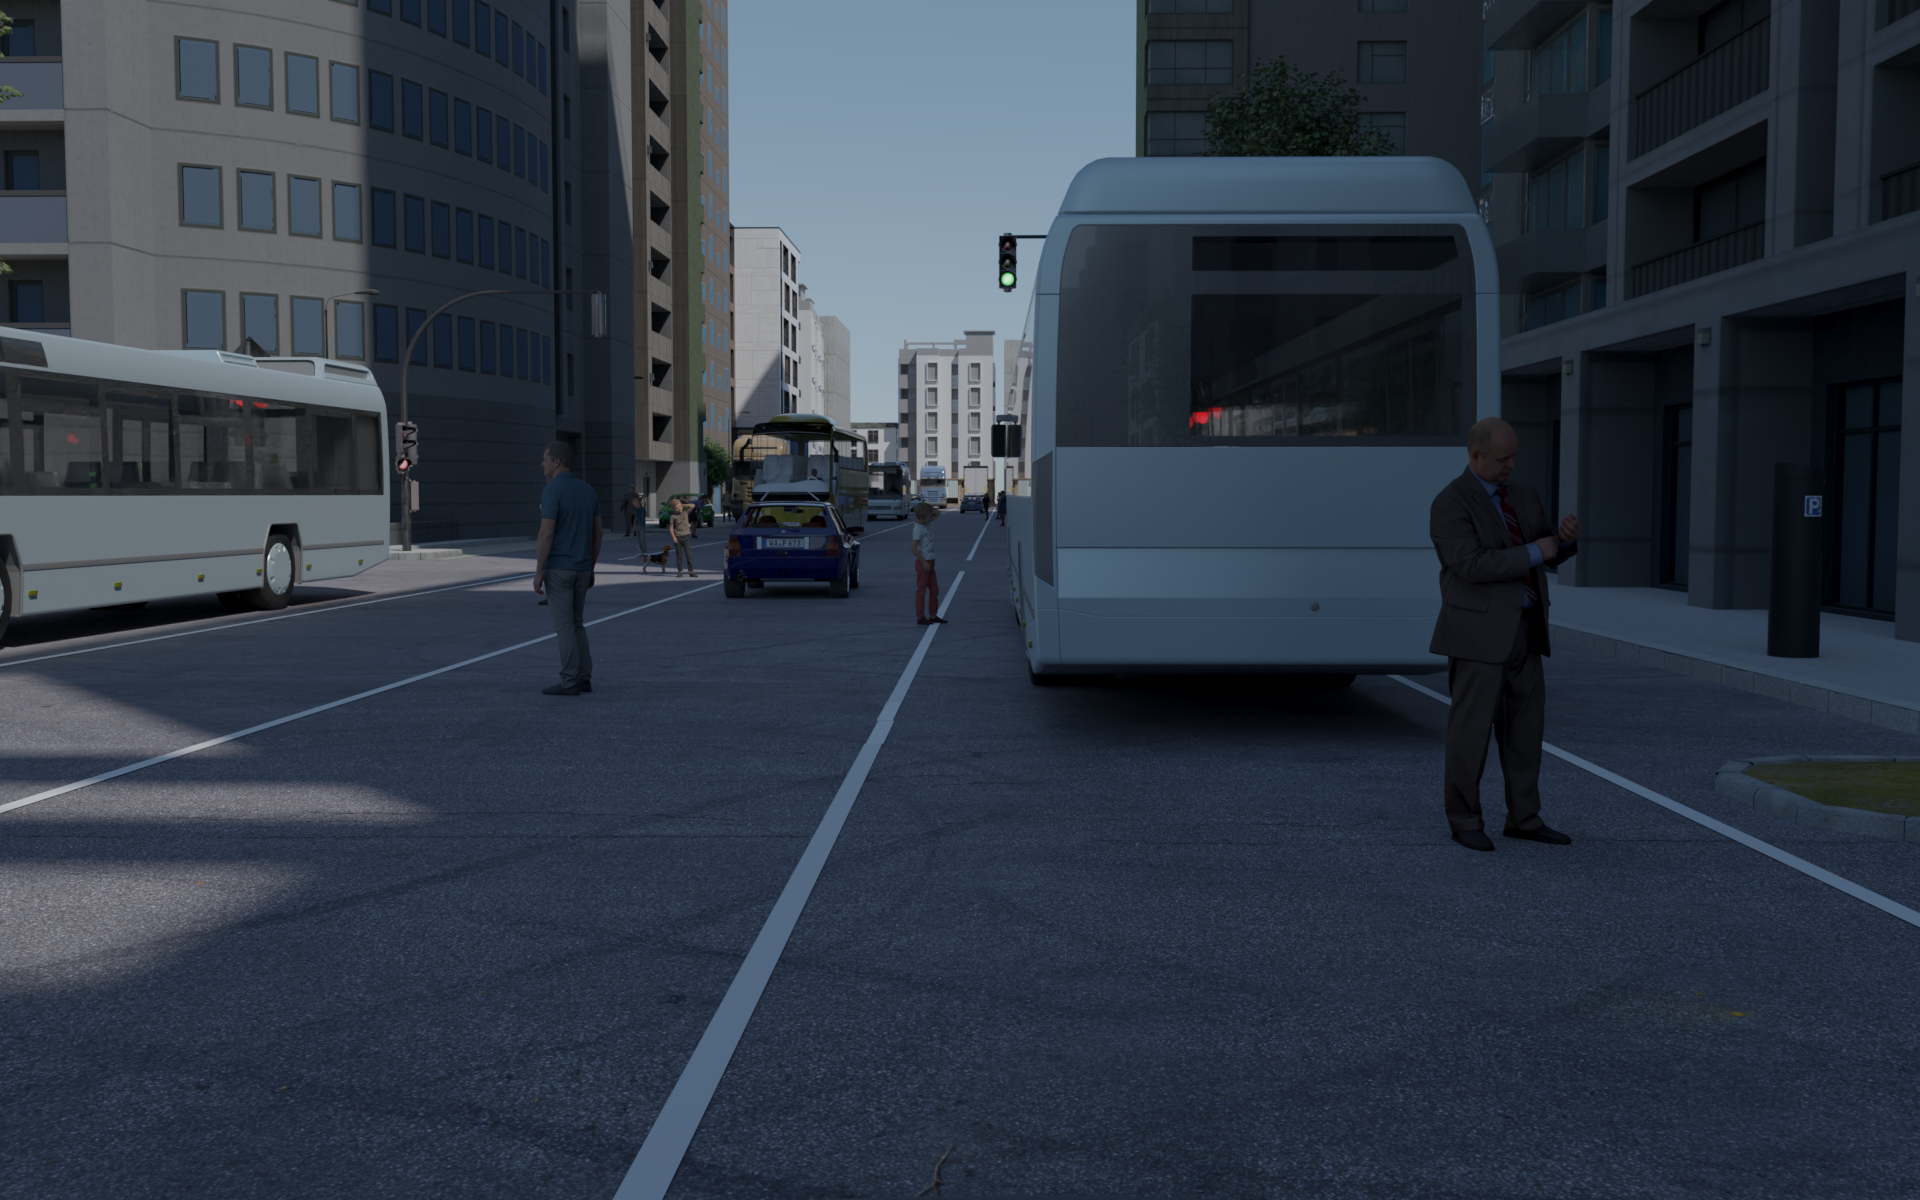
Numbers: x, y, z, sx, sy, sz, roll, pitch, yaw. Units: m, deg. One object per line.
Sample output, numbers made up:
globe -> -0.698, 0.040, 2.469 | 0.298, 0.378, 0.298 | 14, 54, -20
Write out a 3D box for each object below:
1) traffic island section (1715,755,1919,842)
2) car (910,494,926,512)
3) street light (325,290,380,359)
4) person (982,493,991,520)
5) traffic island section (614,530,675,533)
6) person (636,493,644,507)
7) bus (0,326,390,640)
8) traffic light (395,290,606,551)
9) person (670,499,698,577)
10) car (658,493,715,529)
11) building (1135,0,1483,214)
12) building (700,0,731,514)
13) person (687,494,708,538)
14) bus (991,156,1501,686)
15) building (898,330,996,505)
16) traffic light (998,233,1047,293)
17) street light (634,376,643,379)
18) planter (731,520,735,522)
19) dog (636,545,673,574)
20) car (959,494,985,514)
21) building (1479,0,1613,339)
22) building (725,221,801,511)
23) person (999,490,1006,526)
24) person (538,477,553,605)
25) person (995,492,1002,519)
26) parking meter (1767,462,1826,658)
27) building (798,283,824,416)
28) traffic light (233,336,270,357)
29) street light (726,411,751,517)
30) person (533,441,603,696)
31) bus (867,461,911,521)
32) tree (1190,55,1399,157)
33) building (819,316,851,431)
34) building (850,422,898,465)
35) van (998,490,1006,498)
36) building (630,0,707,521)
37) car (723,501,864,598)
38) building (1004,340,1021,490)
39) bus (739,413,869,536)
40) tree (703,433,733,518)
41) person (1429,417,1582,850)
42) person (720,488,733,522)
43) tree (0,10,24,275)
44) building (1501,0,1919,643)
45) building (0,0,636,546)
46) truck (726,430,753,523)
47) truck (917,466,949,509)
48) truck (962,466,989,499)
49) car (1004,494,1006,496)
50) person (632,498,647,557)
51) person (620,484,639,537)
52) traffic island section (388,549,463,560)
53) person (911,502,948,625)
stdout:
traffic island section -> 4.629, 0.912, 7.955 | 1.991, 0.108, 1.994 | 0, 4, 1
car -> -3.346, -6.580, 119.386 | 2.131, 1.459, 4.920 | 0, 4, 3
street light -> -13.871, -4.095, 39.500 | 1.470, 5.913, 1.316 | 0, 4, 1
person -> 1.453, -5.130, 94.922 | 0.480, 1.512, 0.613 | 0, 4, -3
traffic island section -> -11.530, -2.493, 63.628 | 1.991, 0.108, 1.994 | 0, 4, 1
person -> -13.744, -3.939, 74.352 | 0.435, 1.345, 0.340 | 0, 4, -1
bus -> -9.773, -1.428, 18.212 | 2.948, 3.499, 13.247 | 0, 4, 3
traffic light -> -10.322, -3.922, 38.797 | 4.771, 5.953, 1.251 | 0, 4, 1
person -> -4.755, -1.064, 29.813 | 0.435, 1.345, 0.340 | -1, 4, -22
car -> -11.510, -3.928, 73.012 | 1.959, 1.807, 4.718 | 0, 4, 2
building -> 13.919, -23.565, 68.876 | 14.154, 41.232, 14.086 | 0, 4, 1
building -> -21.842, -27.749, 103.805 | 14.600, 45.320, 14.200 | 0, 4, 1
person -> -8.514, -2.722, 56.239 | 0.697, 1.427, 0.421 | 0, 4, -4
bus -> 1.777, -1.299, 16.095 | 2.948, 3.499, 13.247 | 0, 4, 1
building -> -1.478, -21.419, 206.617 | 11.380, 20.091, 16.016 | 0, 4, 1
traffic light -> 3.051, -3.404, 30.322 | 4.771, 5.953, 1.251 | 0, 4, 1
street light -> -13.160, -5.857, 68.300 | 1.470, 5.913, 1.316 | 0, 4, 1
planter -> -10.859, -4.252, 90.666 | 1.991, 0.319, 1.994 | 0, 4, 1
dog -> -5.516, -0.736, 31.321 | 0.406, 0.507, 0.540 | 2, 4, 34
car -> 0.927, -7.113, 128.292 | 2.014, 1.417, 4.499 | 0, 4, 3
building -> 30.329, -26.231, 48.487 | 30.456, 49.044, 23.786 | 0, 4, 1
building -> -27.775, -17.545, 130.835 | 27.936, 21.610, 32.646 | 0, 4, 1
person -> 1.967, -4.104, 77.472 | 0.647, 1.594, 0.662 | -3, 5, -45
person -> -5.265, -0.821, 22.599 | 0.621, 1.740, 0.551 | -2, 4, -30
person -> 2.216, -5.305, 97.445 | 0.429, 1.552, 0.499 | 2, 4, 27
parking meter -> 6.591, -0.321, 13.658 | 0.372, 1.533, 0.369 | 0, 3, 0
building -> -20.596, -18.173, 153.553 | 16.016, 20.091, 11.380 | 0, 4, 1
traffic light -> -12.612, -2.563, 30.831 | 0.839, 4.253, 0.868 | 0, 4, 1
street light -> -12.404, -7.617, 97.077 | 1.470, 5.913, 1.316 | 0, 4, 1
person -> -2.833, -0.232, 12.418 | 0.434, 1.807, 0.598 | 3, 4, 39
bus -> -4.242, -6.219, 96.546 | 2.948, 3.499, 13.247 | 0, 4, 0
tree -> 8.557, -7.859, 45.506 | 9.611, 12.733, 9.660 | 0, 3, 0
building -> -27.886, -19.231, 180.890 | 31.486, 18.905, 16.747 | 0, 4, 1
building -> -21.364, -16.004, 203.816 | 28.070, 9.664, 9.099 | 0, 4, 1
van -> 4.975, -10.926, 185.643 | 2.013, 2.044, 4.112 | 0, 4, 1
building -> -20.281, -18.985, 82.101 | 14.160, 30.474, 14.107 | 0, 4, 1
car -> -2.392, -0.773, 25.214 | 1.945, 1.354, 3.894 | 0, 4, 0
building -> 20.997, -20.798, 206.507 | 31.486, 18.905, 16.747 | 0, 4, 1
bus -> -4.766, -3.969, 56.433 | 2.896, 3.916, 12.252 | 0, 4, 2
tree -> -13.740, -6.751, 94.087 | 4.285, 4.588, 4.351 | 0, 3, 0
person -> 2.222, 0.133, 7.010 | 0.600, 1.739, 0.565 | 2, 4, 35
person -> -11.811, -4.811, 87.687 | 0.617, 1.759, 0.750 | 0, 4, -6
tree -> -16.018, -6.350, 21.952 | 7.486, 12.596, 7.792 | 0, 3, 0
building -> 18.547, -35.373, 16.605 | 20.563, 71.187, 20.611 | 0, 4, 1
building -> -23.497, -31.205, 52.209 | 21.231, 58.520, 28.212 | 0, 4, 1
truck -> -8.531, -5.465, 78.263 | 2.839, 4.237, 11.283 | 0, 3, 0
truck -> -2.541, -11.094, 171.145 | 2.967, 4.110, 18.799 | 0, 3, 0
truck -> 1.578, -11.466, 176.380 | 2.839, 4.237, 11.283 | 0, 4, 0
car -> 5.012, -9.038, 156.438 | 2.281, 1.827, 5.304 | 0, 4, 3
person -> -7.244, -1.643, 39.269 | 0.435, 1.345, 0.340 | 1, 4, 20
person -> -11.065, -2.996, 58.037 | 0.434, 1.755, 0.990 | 3, 4, 36
traffic island section -> -12.455, -1.019, 38.949 | 2.009, 0.180, 2.903 | 0, 4, 1
person -> -0.333, -0.404, 19.018 | 0.340, 1.345, 0.435 | 1, 4, 12
